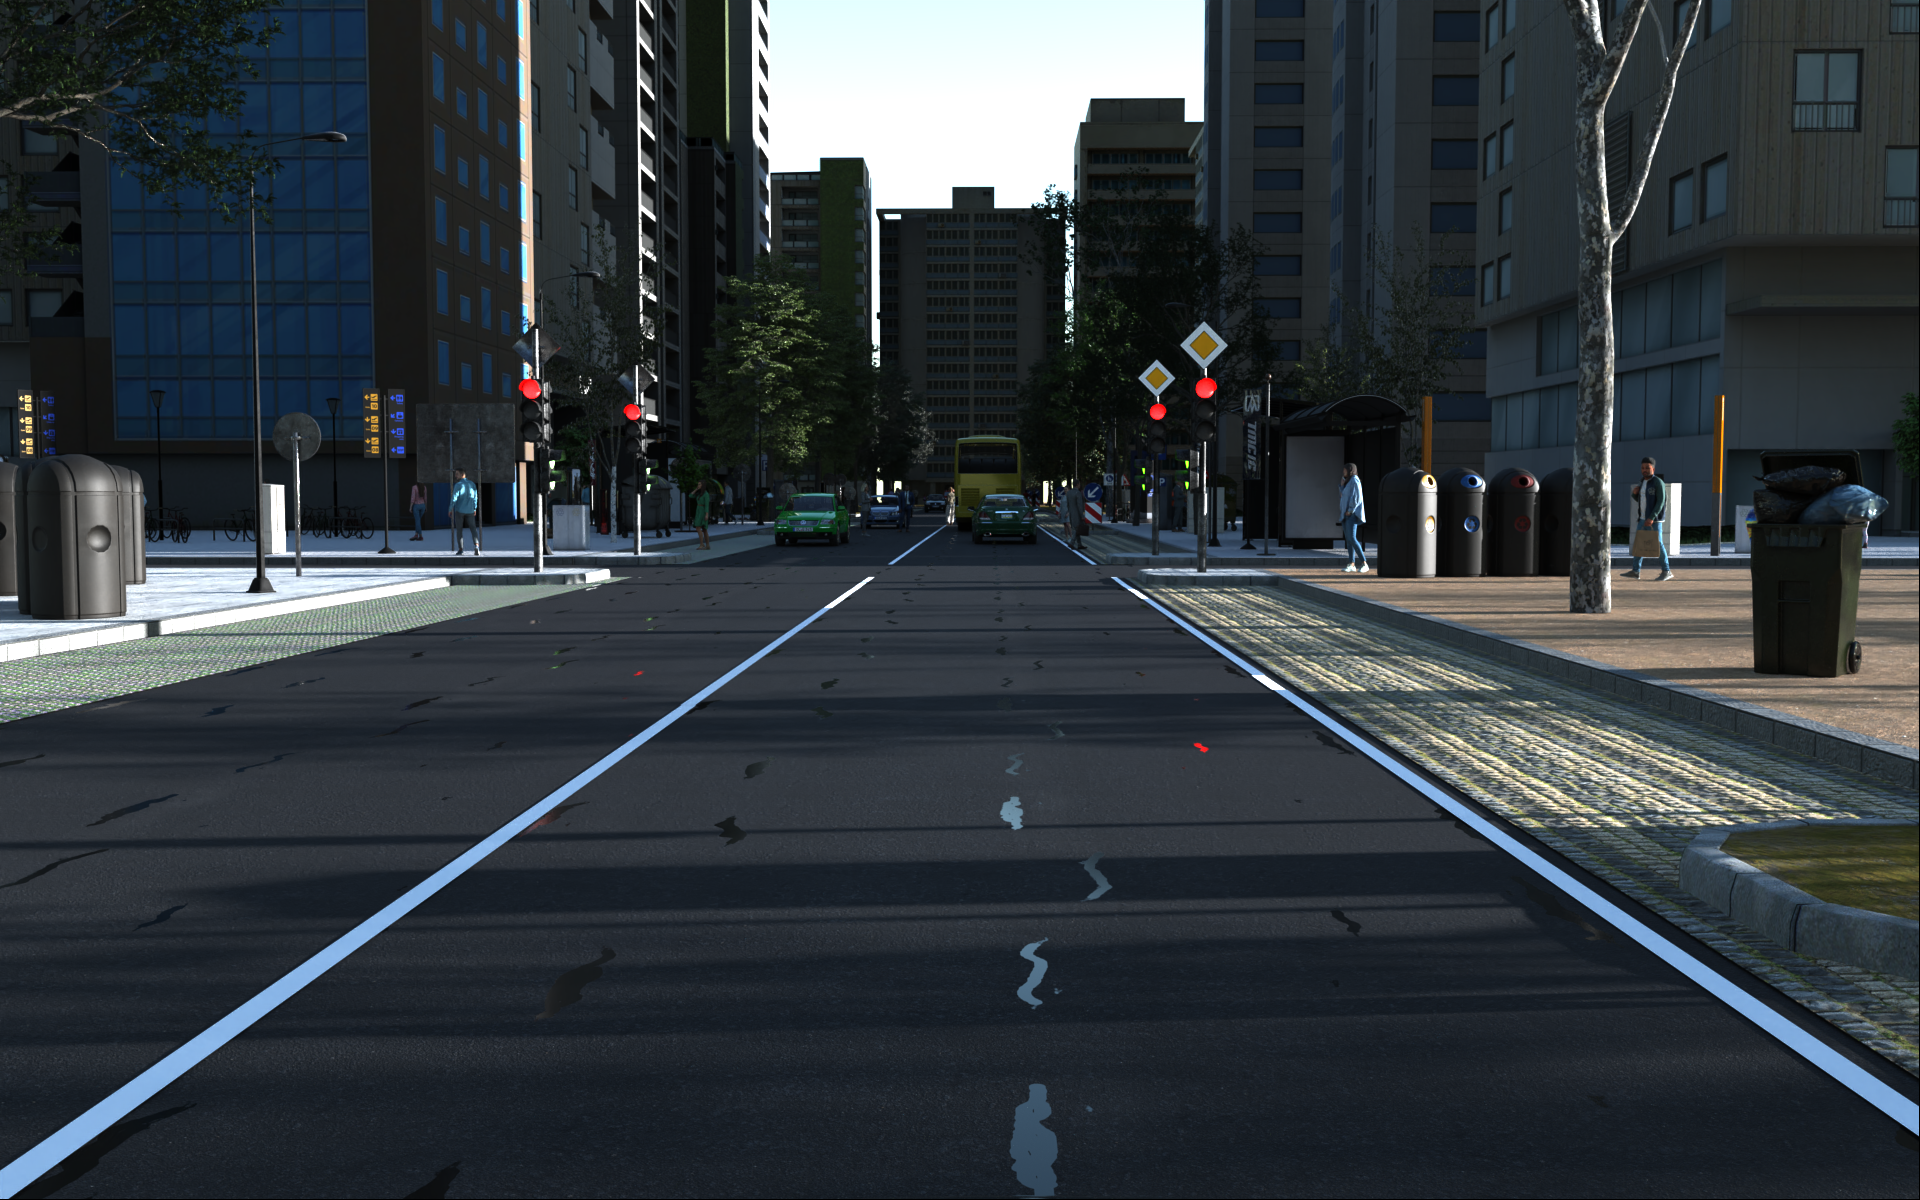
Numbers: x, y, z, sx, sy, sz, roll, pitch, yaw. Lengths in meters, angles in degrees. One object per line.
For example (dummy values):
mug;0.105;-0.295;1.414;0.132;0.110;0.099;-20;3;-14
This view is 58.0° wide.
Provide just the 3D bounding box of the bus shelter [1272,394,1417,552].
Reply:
bus shelter;8.245;-2.679;37.732;2.014;3.302;5.546;0;4;1

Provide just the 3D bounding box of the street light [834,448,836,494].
street light;-7.072;-8.131;105.476;1.470;5.913;1.316;0;4;1

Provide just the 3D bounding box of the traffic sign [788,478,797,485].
traffic sign;-10.404;-6.454;107.644;0.606;2.300;0.079;1;4;8

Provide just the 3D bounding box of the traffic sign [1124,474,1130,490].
traffic sign;10.603;-6.840;111.844;0.884;2.594;0.081;1;4;9

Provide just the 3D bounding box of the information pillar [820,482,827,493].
information pillar;-8.384;-6.228;106.323;0.304;2.012;0.304;1;4;19

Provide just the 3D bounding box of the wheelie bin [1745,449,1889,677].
wheelie bin;6.059;-0.271;12.345;0.980;1.594;0.693;3;5;41

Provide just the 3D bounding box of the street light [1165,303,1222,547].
street light;5.680;-4.259;42.173;1.470;5.913;1.316;0;4;1

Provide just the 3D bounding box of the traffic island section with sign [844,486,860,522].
traffic island section with sign;-5.580;-4.885;88.492;1.989;1.847;2.006;0;4;1

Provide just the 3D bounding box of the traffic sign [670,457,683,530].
traffic sign;-9.643;-3.656;59.881;0.768;2.556;0.104;0;4;3

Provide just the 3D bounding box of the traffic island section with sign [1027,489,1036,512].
traffic island section with sign;5.915;-7.917;138.065;1.989;1.847;2.006;0;4;1

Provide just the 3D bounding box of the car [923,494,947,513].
car;-1.868;-7.637;134.651;2.009;1.686;4.222;0;4;0

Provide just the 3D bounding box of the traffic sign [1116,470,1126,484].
traffic sign;7.987;-5.375;87.881;0.884;2.594;0.081;0;4;3

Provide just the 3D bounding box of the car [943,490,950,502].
car;-0.829;-10.223;175.822;2.281;1.827;5.304;0;4;1

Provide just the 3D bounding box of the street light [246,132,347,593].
street light;-8.566;-3.048;22.377;1.470;5.913;1.316;0;4;1

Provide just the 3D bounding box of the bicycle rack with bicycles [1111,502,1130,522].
bicycle rack with bicycles;8.061;-4.054;79.658;2.852;0.926;2.925;1;4;13

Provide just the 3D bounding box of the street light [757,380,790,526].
street light;-7.616;-6.000;70.638;1.470;5.913;1.316;0;4;1

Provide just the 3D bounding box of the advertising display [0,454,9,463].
advertising display;-15.756;-1.379;27.756;0.974;1.923;0.123;0;4;-7

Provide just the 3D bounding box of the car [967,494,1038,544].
car;1.291;-2.414;51.273;2.131;1.459;4.920;0;4;-1

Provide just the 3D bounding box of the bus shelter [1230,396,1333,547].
bus shelter;8.265;-3.274;44.817;1.731;3.624;6.357;0;4;1

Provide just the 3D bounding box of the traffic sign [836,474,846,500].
traffic sign;-7.514;-6.649;108.816;0.768;2.556;0.104;0;4;6

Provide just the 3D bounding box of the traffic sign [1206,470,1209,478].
traffic sign;8.154;-3.634;59.416;0.884;2.594;0.081;0;4;2

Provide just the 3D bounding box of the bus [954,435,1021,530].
bus;1.119;-4.874;71.241;2.896;3.916;12.252;0;4;1

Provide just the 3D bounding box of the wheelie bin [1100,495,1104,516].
wheelie bin;7.940;-5.665;100.539;0.693;1.594;0.980;-1;4;-15

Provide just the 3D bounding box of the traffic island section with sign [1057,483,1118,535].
traffic island section with sign;4.566;-3.228;61.398;1.989;1.847;2.006;0;4;1

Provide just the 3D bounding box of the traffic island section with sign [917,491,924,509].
traffic island section with sign;-4.226;-9.581;165.271;1.989;1.847;2.006;0;4;1

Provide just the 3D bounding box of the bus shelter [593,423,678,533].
bus shelter;-11.180;-4.210;60.115;1.731;3.624;6.357;0;4;1

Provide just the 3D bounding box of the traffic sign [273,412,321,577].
traffic sign;-10.300;-1.639;26.903;0.768;2.556;0.104;0;4;4

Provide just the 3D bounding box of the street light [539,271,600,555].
street light;-8.211;-3.900;36.303;1.470;5.913;1.316;0;4;1

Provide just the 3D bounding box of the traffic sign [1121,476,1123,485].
traffic sign;7.885;-5.172;86.696;0.606;2.300;0.079;1;4;9

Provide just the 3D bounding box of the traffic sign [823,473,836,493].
traffic sign;-7.791;-6.305;103.186;0.768;2.556;0.104;0;4;7

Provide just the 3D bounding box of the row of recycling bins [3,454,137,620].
row of recycling bins;-9.884;-0.736;19.142;1.069;1.692;3.534;-2;4;-30

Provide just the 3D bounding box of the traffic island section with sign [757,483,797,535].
traffic island section with sign;-6.062;-3.210;61.116;1.989;1.847;2.006;0;4;1

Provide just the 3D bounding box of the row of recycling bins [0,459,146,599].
row of recycling bins;-12.094;-0.993;23.351;1.069;1.692;3.534;0;4;2

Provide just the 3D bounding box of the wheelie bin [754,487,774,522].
wheelie bin;-9.041;-4.401;79.867;0.980;1.594;0.693;0;4;6

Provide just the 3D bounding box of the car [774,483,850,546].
car;-4.170;-2.472;49.218;1.959;1.807;4.718;0;4;2

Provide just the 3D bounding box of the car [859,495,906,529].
car;-3.224;-3.742;73.177;2.014;1.417;4.499;0;4;1

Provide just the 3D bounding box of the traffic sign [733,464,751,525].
traffic sign;-9.095;-4.418;72.334;0.768;2.556;0.104;0;4;4

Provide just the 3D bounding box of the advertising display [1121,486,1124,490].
advertising display;8.103;-5.092;88.465;0.123;1.923;0.974;-1;4;-22

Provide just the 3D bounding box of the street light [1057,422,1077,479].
street light;6.908;-8.488;111.321;1.470;5.913;1.316;0;4;1

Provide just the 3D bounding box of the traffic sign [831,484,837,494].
traffic sign;-8.085;-6.789;111.107;0.768;2.556;0.104;0;4;2

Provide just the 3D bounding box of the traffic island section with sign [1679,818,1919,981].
traffic island section with sign;3.587;0.175;5.772;1.989;1.847;2.006;0;4;1

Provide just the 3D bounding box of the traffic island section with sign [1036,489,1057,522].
traffic island section with sign;5.042;-4.876;88.349;1.989;1.847;2.006;0;4;1

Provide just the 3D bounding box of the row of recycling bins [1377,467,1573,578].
row of recycling bins;8.210;-1.219;27.039;3.534;1.692;1.069;-1;4;-11

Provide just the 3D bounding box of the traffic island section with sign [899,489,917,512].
traffic island section with sign;-4.708;-7.932;138.320;1.989;1.847;2.006;0;4;1

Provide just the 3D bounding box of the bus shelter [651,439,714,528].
bus shelter;-10.917;-4.471;67.019;2.014;3.302;5.546;0;4;1

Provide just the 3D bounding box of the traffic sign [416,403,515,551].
traffic sign;-11.103;-2.754;38.901;2.265;3.308;0.079;0;4;5

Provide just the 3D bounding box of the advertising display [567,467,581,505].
advertising display;-9.299;-2.237;41.784;0.123;1.923;0.974;0;4;1

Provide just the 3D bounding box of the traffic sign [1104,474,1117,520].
traffic sign;7.468;-5.162;86.529;0.606;2.300;0.079;0;4;2

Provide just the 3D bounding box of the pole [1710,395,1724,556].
pole;15.684;-2.570;35.864;0.158;3.312;0.155;0;3;0

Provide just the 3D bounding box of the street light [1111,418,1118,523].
street light;6.295;-6.360;76.526;1.470;5.913;1.316;0;4;1
